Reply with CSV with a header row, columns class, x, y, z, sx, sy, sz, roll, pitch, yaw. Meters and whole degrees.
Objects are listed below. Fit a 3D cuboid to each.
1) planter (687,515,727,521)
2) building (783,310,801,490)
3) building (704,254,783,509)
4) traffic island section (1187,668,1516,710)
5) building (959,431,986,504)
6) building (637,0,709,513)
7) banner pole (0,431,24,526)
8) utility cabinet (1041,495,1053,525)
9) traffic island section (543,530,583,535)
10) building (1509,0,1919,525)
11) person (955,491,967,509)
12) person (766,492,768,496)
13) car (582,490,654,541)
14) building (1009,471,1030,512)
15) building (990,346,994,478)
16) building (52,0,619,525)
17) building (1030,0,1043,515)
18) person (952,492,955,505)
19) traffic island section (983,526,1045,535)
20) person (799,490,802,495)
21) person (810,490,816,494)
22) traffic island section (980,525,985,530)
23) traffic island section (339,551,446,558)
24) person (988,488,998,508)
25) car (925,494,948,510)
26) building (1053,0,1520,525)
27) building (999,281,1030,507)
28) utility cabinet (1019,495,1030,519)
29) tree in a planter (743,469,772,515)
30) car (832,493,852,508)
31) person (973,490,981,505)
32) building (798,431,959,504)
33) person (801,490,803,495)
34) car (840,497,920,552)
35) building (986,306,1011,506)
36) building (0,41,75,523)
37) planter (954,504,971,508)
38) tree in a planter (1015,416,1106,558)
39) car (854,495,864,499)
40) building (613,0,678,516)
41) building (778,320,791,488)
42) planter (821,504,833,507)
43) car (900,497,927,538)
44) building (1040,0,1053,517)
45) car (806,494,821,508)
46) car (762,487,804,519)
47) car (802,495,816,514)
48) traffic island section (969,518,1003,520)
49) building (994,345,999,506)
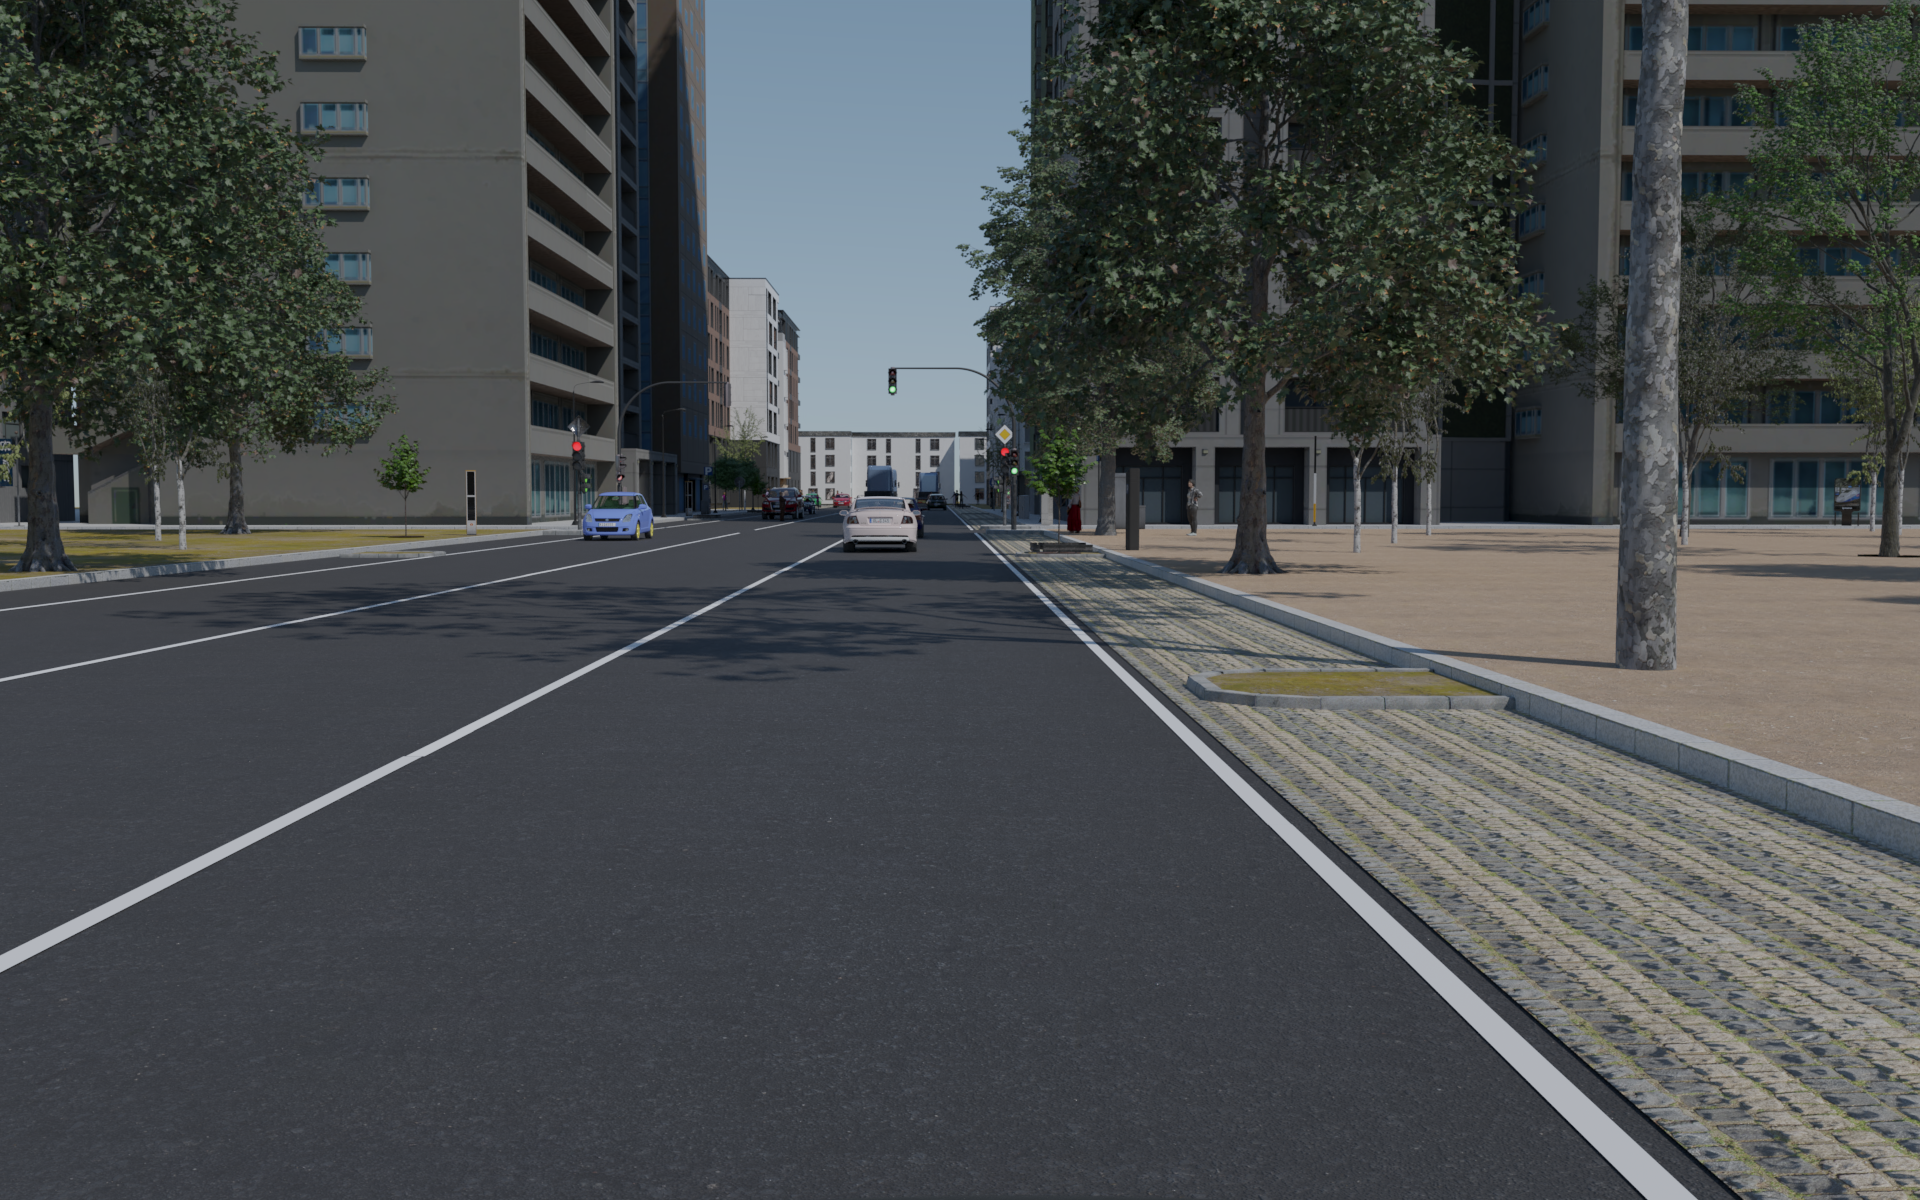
class,x,y,z,sx,sy,sz,roll,pitch,yaw
planter,-13.815,-4.507,94.837,1.991,0.319,1.994,0,4,-1
building,-36.034,-22.121,205.645,32.646,21.610,27.936,0,4,-1
building,-32.208,-19.411,161.338,27.936,21.610,32.646,0,4,-1
traffic island section,2.670,0.639,12.419,1.991,0.108,1.994,0,4,-1
building,13.783,-17.957,235.748,28.070,9.664,9.099,0,4,-1
building,-25.290,-28.698,119.319,14.600,45.320,14.200,0,4,-1
banner pole,-37.672,-4.816,68.757,0.863,3.779,0.401,-1,4,-22
utility cabinet,3.594,-3.822,71.174,0.318,1.500,1.173,1,4,12
traffic island section,-13.651,-2.435,62.087,2.009,0.180,2.903,0,4,-1
building,36.257,-27.927,80.307,21.600,48.544,21.300,0,4,-1
person,0.134,-9.593,166.059,1.217,1.735,0.721,1,4,9
person,-16.813,-8.949,152.232,0.599,1.838,0.709,0,4,1
car,-10.733,-2.742,54.419,1.945,1.707,3.694,0,4,0
building,20.173,-26.993,133.223,32.217,40.220,23.993,0,4,-1
building,11.257,-19.949,182.581,16.016,20.091,11.380,0,4,-1
building,-28.644,-27.923,80.236,21.300,48.544,21.600,0,4,-1
building,11.543,-26.300,113.593,14.154,41.232,14.086,0,4,-1
person,-0.700,-12.858,219.400,0.621,1.740,0.551,2,4,28
traffic island section,1.949,-2.448,62.310,2.009,0.180,2.903,0,4,-1
person,-13.778,-8.602,149.109,0.705,1.831,1.348,3,4,36
person,-17.964,-12.569,211.535,1.348,1.826,0.705,0,4,-7
traffic island section,1.832,-2.937,70.294,2.009,0.180,2.903,0,4,-1
traffic island section,-13.006,-1.048,39.999,1.991,0.108,1.994,0,4,-1
person,3.050,-9.619,163.326,0.705,1.822,1.348,3,5,41
car,-2.068,-8.762,153.046,2.009,1.686,4.222,0,4,-2
building,15.151,-39.222,79.533,20.611,71.187,20.563,0,4,-1
building,12.029,-18.560,159.872,16.016,20.091,11.380,0,4,-1
utility cabinet,3.295,-4.780,89.320,0.306,1.237,1.020,-1,4,-14
tree in a planter,-14.197,-7.613,121.689,1.991,3.239,1.994,0,4,-1
car,-12.256,-10.502,180.743,2.155,1.783,4.494,0,4,0
person,2.081,-12.195,205.949,1.217,1.766,0.721,3,4,38
building,-14.629,-17.902,234.837,28.070,9.664,9.099,0,4,-1
person,-18.868,-12.283,206.969,0.705,1.812,1.348,0,4,3
car,-2.039,-1.947,44.198,2.083,1.381,4.827,0,4,-3
building,16.960,-22.056,204.592,27.936,21.610,32.646,0,4,-1
building,-49.351,-18.585,75.560,14.107,30.474,14.160,0,4,-1
planter,-0.057,-10.893,199.240,1.991,0.319,1.994,0,4,-1
tree in a planter,2.276,-2.595,39.645,1.991,3.239,1.994,0,4,-1
car,-11.938,-12.149,211.223,1.945,1.354,3.894,0,4,-1
building,-27.730,-40.542,101.119,20.563,71.187,20.611,0,4,-1
building,-26.187,-20.003,183.472,16.016,20.091,11.380,0,4,-1
planter,-15.325,-10.889,199.180,1.991,0.319,1.994,0,4,-1
car,-2.068,-2.788,58.171,1.945,1.354,3.894,0,4,-1
building,11.525,-20.064,99.754,14.160,30.474,14.107,0,4,-1
car,-15.249,-10.381,178.518,1.959,1.807,4.718,0,4,-2
car,-10.177,-5.572,99.772,2.281,1.827,5.304,0,4,1
car,-11.241,-6.767,123.214,1.945,1.354,3.894,0,3,0
traffic island section,1.467,-4.428,95.265,1.991,0.108,1.994,0,4,-1
building,11.779,-19.254,171.229,16.016,20.091,11.380,0,4,-1
